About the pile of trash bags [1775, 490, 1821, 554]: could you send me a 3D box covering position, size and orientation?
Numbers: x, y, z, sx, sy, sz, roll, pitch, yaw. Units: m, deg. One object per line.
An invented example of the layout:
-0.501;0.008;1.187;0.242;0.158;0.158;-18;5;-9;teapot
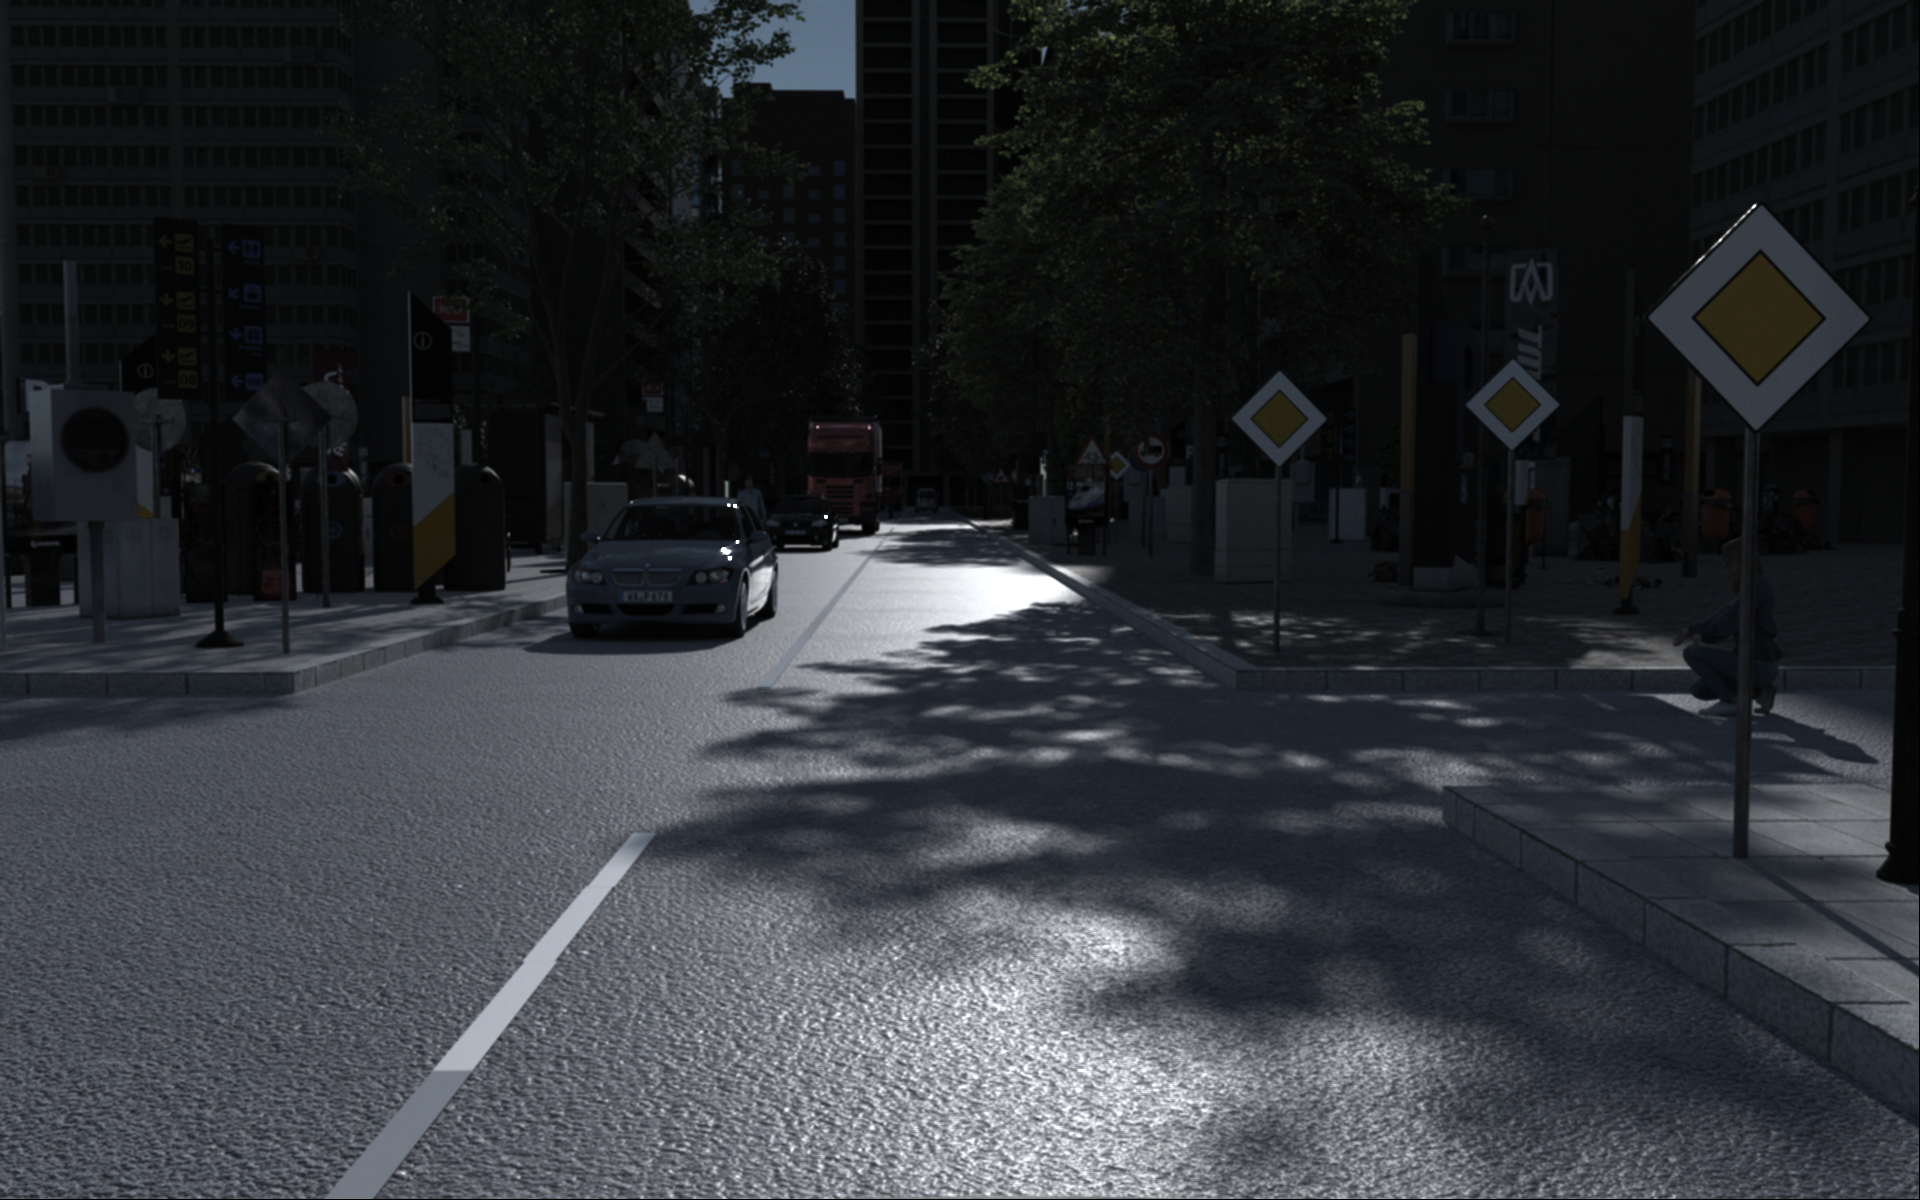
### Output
17.416;-1.694;37.453;3.447;1.369;1.912;-2;4;-32;pile of trash bags

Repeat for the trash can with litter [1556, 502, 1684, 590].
9.237;-0.805;24.214;1.678;1.210;2.233;1;4;18;trash can with litter

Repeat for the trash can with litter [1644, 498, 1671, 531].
17.995;-2.069;45.223;1.055;1.170;0.624;-1;4;-11;trash can with litter

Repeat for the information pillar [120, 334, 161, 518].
-11.897;-2.070;25.191;0.504;3.616;0.183;-2;4;-30;information pillar

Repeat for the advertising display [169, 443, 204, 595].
-9.942;-1.046;22.322;0.123;1.923;0.974;0;4;-7;advertising display

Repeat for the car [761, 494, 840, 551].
-4.097;-2.155;45.025;2.009;1.686;4.222;0;4;0;car

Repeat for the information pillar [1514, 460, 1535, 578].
8.655;-2.160;26.672;0.183;3.616;0.504;2;4;33;information pillar

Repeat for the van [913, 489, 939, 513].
-2.593;-7.660;132.252;2.013;2.044;4.112;0;4;-2;van

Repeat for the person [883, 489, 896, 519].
-4.125;-5.648;101.566;0.721;1.743;1.217;-3;4;-38;person

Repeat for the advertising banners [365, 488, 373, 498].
-16.729;-3.188;48.318;2.074;3.025;0.090;0;4;2;advertising banners

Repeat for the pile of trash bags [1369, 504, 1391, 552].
10.964;-1.757;38.475;3.447;1.369;1.912;0;4;-6;pile of trash bags

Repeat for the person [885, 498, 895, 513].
-5.303;-7.339;131.721;0.991;1.433;0.599;0;4;5;person

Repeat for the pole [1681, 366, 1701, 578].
11.243;-2.004;26.608;0.158;3.312;0.155;0;3;0;pole

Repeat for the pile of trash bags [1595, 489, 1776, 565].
13.231;-1.399;32.634;1.912;1.369;3.447;-1;4;-18;pile of trash bags

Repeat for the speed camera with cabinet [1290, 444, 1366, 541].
10.093;-3.253;47.523;2.038;3.252;0.660;1;4;10;speed camera with cabinet

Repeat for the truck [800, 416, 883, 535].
-4.235;-4.622;64.477;2.839;4.237;11.283;0;4;-1;truck

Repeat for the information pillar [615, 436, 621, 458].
-13.666;-4.771;69.355;0.183;3.616;0.504;1;4;10;information pillar

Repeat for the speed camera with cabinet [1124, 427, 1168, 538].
5.859;-3.465;50.995;2.038;3.252;0.660;1;4;9;speed camera with cabinet

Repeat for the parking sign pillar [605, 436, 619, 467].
-16.109;-5.666;81.104;1.447;3.967;1.447;-3;5;-40;parking sign pillar

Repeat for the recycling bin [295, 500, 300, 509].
-27.315;-3.662;72.424;0.722;1.027;0.722;0;4;2;recycling bin

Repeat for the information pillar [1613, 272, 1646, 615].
7.191;-1.662;18.522;0.183;3.616;0.504;3;4;36;information pillar

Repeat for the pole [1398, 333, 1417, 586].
5.736;-1.731;22.138;0.158;3.312;0.155;0;3;0;pole

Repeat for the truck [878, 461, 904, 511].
-6.184;-9.729;147.984;2.839;4.237;11.283;0;4;-2;truck

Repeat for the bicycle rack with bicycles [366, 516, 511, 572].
-8.589;-0.950;28.921;2.852;0.926;2.925;-1;4;-13;bicycle rack with bicycles

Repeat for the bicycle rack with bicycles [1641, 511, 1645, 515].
20.118;-2.454;53.497;2.925;0.926;2.852;2;4;28;bicycle rack with bicycles

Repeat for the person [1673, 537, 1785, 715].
4.942;0.168;11.254;0.738;1.151;1.012;2;4;32;person

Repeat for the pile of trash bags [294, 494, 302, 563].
-13.173;-1.360;31.991;1.912;1.369;3.447;1;4;13;pile of trash bags

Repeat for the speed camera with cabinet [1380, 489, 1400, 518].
14.203;-3.733;55.365;2.038;3.252;0.660;-2;4;-28;speed camera with cabinet

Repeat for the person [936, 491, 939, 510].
-2.051;-8.624;150.203;0.721;1.736;1.217;0;4;-6;person

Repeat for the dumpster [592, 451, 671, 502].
-7.312;-2.207;38.571;1.502;2.255;1.985;0;4;-1;dumpster

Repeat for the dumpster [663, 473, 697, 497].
-7.932;-2.549;47.431;1.264;1.857;1.865;0;4;-1;dumpster

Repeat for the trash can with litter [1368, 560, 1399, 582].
6.469;-0.843;25.169;1.055;1.170;0.624;2;4;29;trash can with litter

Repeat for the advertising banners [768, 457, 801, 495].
-8.433;-5.324;83.230;0.090;3.025;2.074;3;5;43;advertising banners

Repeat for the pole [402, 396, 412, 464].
-11.543;-2.593;36.246;0.158;3.312;0.155;0;3;0;pole

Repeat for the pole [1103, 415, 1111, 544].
3.793;-3.109;44.667;0.158;3.312;0.155;0;3;0;pole

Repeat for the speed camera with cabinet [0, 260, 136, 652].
-7.892;-1.213;14.165;0.660;3.252;2.038;3;5;44;speed camera with cabinet

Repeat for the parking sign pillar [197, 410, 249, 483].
-23.370;-4.051;54.709;1.447;3.967;1.447;-2;4;-29;parking sign pillar

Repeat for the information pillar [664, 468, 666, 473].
-15.017;-5.917;88.093;0.504;3.616;0.183;1;4;11;information pillar

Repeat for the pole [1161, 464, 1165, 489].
8.009;-4.556;68.326;0.158;3.312;0.155;0;3;0;pole

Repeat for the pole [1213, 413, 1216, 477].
6.346;-3.054;43.769;0.158;3.312;0.155;0;3;0;pole

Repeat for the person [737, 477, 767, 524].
-4.684;-1.852;38.798;0.660;1.820;0.620;-1;4;-19;person

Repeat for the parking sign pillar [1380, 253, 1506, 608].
5.630;-1.929;20.017;1.447;3.967;1.447;2;4;28;parking sign pillar

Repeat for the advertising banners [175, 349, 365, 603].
-8.245;-1.498;20.679;2.074;3.025;0.090;-2;4;-29;advertising banners

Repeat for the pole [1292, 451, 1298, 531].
11.541;-4.028;59.701;0.158;3.312;0.155;0;3;0;pole

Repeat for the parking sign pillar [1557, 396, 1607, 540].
17.353;-3.664;48.372;1.447;3.967;1.447;-3;4;-38;parking sign pillar

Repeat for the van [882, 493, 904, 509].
-6.434;-9.773;164.170;2.240;2.365;5.245;0;4;-1;van

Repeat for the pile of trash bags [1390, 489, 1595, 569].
9.494;-1.308;31.137;1.912;1.369;3.447;-1;4;-14;pile of trash bags

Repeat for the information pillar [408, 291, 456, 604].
-6.171;-1.765;20.216;0.504;3.616;0.183;-2;4;-29;information pillar

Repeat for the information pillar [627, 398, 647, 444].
-7.877;-3.122;42.402;0.504;3.616;0.183;0;4;-4;information pillar

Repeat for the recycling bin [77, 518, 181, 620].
-8.678;-0.339;18.091;0.722;1.027;0.722;2;4;29;recycling bin

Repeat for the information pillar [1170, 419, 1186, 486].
6.539;-3.707;51.965;0.504;3.616;0.183;-1;4;-16;information pillar

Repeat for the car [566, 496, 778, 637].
-3.017;-0.420;18.868;2.014;1.417;4.499;0;4;0;car
